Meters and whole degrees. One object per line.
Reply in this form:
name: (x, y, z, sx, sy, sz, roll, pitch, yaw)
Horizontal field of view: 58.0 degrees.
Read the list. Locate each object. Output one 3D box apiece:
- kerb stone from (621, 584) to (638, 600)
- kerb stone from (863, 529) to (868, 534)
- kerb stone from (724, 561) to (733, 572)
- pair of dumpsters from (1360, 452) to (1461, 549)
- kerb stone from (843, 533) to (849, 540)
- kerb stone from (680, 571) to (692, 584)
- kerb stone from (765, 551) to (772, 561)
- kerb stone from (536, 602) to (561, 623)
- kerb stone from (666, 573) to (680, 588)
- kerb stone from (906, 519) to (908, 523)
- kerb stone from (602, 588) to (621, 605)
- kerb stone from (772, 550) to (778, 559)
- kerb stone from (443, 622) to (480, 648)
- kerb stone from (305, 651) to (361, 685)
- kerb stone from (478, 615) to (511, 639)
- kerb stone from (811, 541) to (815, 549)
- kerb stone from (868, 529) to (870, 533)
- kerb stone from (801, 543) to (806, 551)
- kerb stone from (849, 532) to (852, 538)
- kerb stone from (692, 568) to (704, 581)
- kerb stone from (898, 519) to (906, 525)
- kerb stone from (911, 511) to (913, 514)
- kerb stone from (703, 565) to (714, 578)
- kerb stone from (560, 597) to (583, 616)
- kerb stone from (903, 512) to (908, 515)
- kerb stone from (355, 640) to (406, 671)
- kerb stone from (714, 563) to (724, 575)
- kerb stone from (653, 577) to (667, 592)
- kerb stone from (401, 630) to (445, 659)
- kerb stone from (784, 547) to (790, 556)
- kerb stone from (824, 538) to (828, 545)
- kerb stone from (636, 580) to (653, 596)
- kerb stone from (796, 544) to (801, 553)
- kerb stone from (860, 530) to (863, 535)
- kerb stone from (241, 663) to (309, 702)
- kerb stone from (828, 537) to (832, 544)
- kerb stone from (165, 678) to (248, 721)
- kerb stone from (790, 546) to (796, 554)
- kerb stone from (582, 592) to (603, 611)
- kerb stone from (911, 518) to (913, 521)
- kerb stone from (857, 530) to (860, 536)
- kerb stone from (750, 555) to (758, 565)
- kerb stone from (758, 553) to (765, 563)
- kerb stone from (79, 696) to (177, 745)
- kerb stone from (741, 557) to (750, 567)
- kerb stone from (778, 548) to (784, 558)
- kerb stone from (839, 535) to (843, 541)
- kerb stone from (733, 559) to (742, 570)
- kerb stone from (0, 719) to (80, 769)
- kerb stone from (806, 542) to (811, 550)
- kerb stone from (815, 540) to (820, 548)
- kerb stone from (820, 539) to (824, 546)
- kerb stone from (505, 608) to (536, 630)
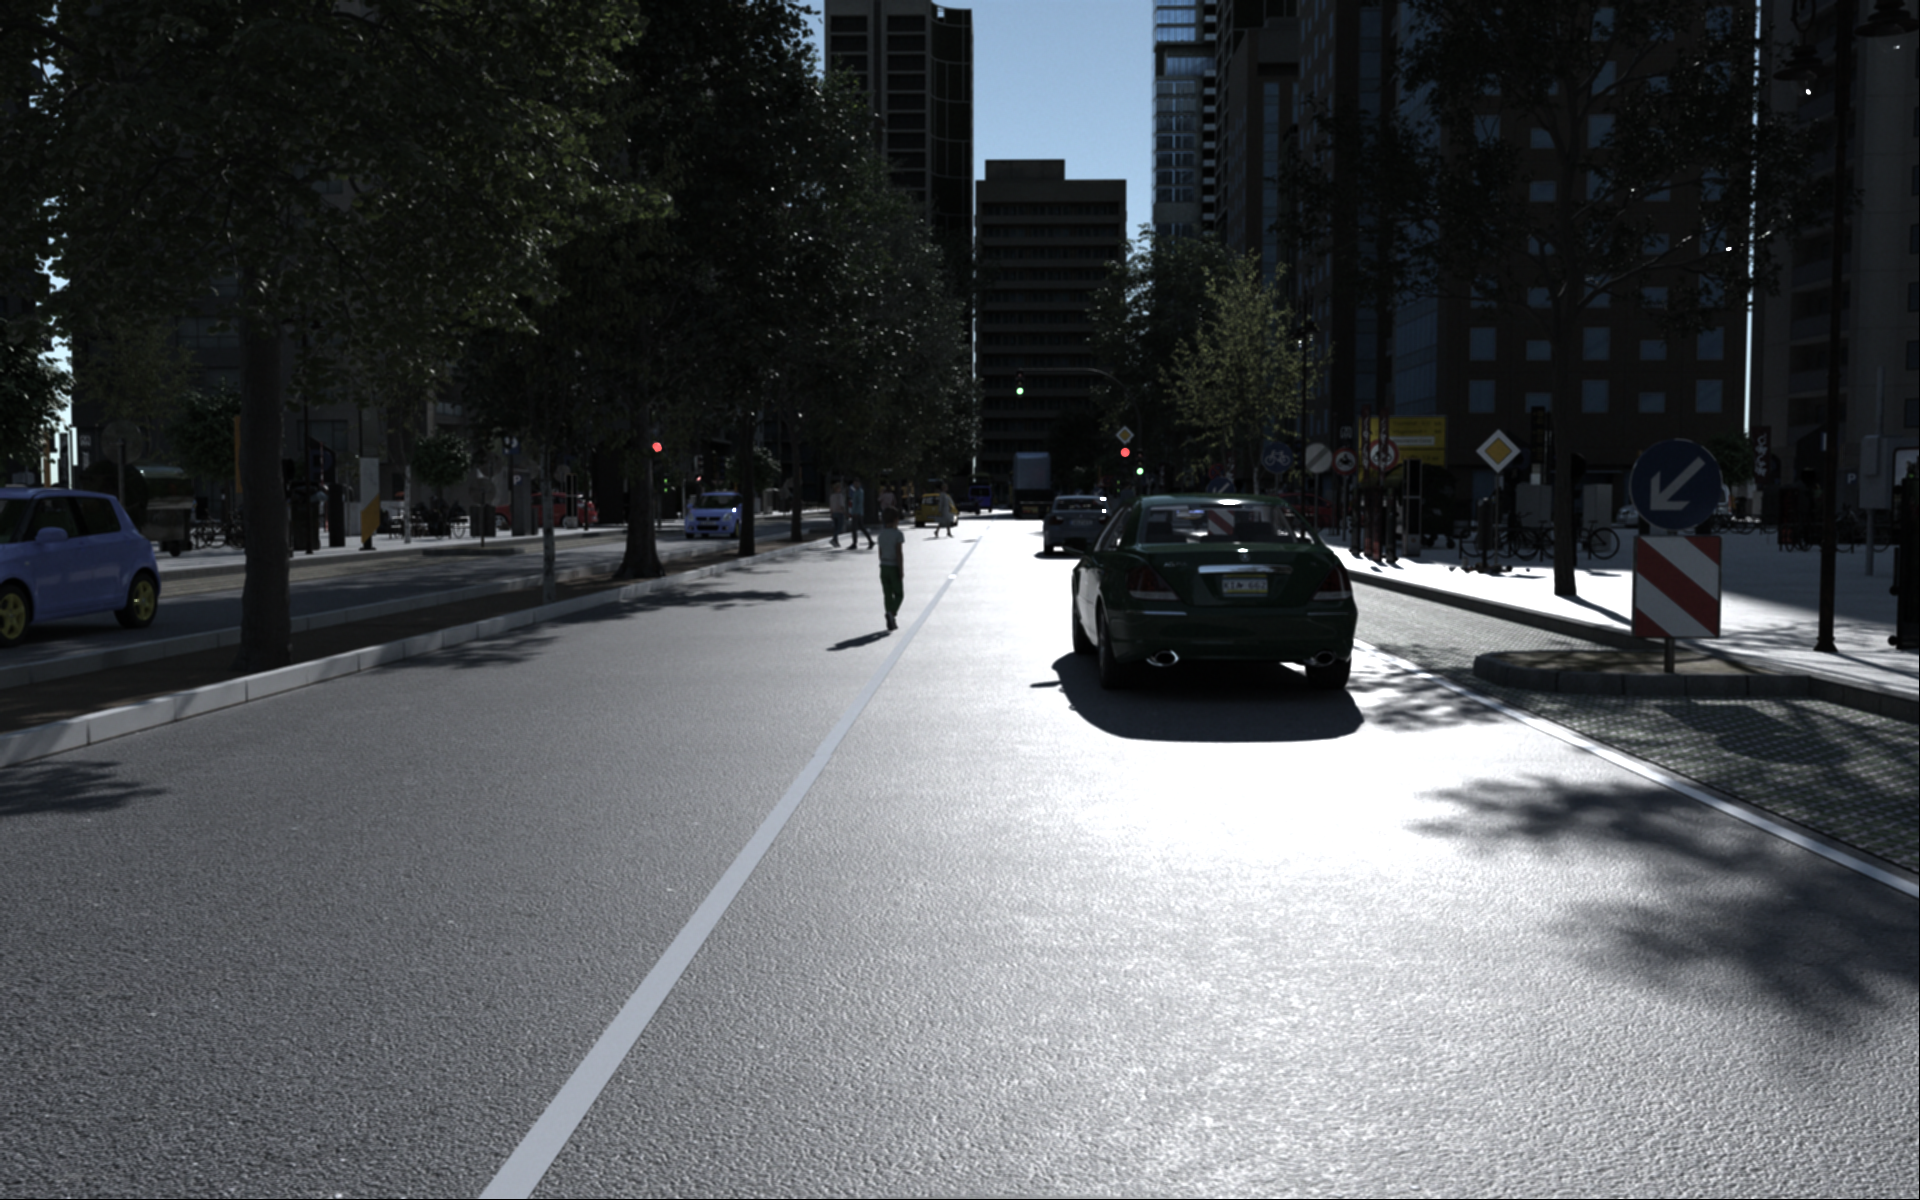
kerb stone: (-4.612, -0.090, 23.724, 0.120, 0.150, 1.000, 0, 4, 2)
kerb stone: (-3.474, -2.413, 61.669, 0.120, 0.150, 1.000, 0, 4, 2)
kerb stone: (-4.370, -0.596, 31.939, 0.120, 0.150, 1.000, 0, 4, 2)
pair of dumpsters: (10.976, -2.438, 42.356, 1.574, 2.255, 4.437, 0, 4, 2)
kerb stone: (-3.685, -1.972, 54.497, 0.120, 0.150, 1.000, 0, 4, 2)
kerb stone: (-4.493, -0.345, 27.835, 0.120, 0.150, 1.000, 0, 4, 2)
kerb stone: (-4.212, -0.910, 37.076, 0.120, 0.150, 1.000, 0, 4, 2)
kerb stone: (-4.739, 0.157, 19.636, 0.120, 0.150, 1.000, 0, 4, 2)
kerb stone: (-4.523, -0.281, 26.813, 0.120, 0.150, 1.000, 0, 4, 2)
kerb stone: (-2.774, -3.820, 84.685, 0.120, 0.150, 1.000, 0, 4, 2)
kerb stone: (-4.649, -0.031, 22.703, 0.120, 0.150, 1.000, 0, 4, 2)
kerb stone: (-4.188, -0.973, 38.104, 0.120, 0.150, 1.000, 0, 4, 2)
kerb stone: (-4.830, 0.345, 16.557, 0.120, 0.150, 1.000, 0, 4, 2)
kerb stone: (-4.928, 0.536, 13.462, 0.120, 0.150, 1.000, 0, 4, 2)
kerb stone: (-4.794, 0.284, 17.581, 0.120, 0.150, 1.000, 0, 4, 2)
kerb stone: (-3.972, -1.412, 45.285, 0.120, 0.150, 1.000, 0, 4, 2)
kerb stone: (-3.440, -2.477, 62.690, 0.120, 0.150, 1.000, 0, 4, 2)
kerb stone: (-4.025, -1.287, 43.235, 0.120, 0.150, 1.000, 0, 4, 2)
kerb stone: (-3.654, -2.037, 55.519, 0.120, 0.150, 1.000, 0, 4, 2)
kerb stone: (-4.465, -0.402, 28.864, 0.120, 0.150, 1.000, 0, 4, 2)
kerb stone: (-2.810, -3.760, 83.664, 0.120, 0.150, 1.000, 0, 4, 2)
kerb stone: (-3.662, -6.271, 124.752, 0.120, 0.150, 1.000, 0, 4, 2)
kerb stone: (-4.436, -0.471, 29.891, 0.120, 0.150, 1.000, 0, 4, 2)
kerb stone: (-4.712, 0.094, 20.657, 0.120, 0.150, 1.000, 0, 4, 2)
kerb stone: (-3.763, -6.079, 121.676, 0.120, 0.150, 1.000, 0, 4, 2)
kerb stone: (-4.895, 0.471, 14.495, 0.120, 0.150, 1.000, 0, 4, 2)
kerb stone: (-4.398, -0.533, 30.917, 0.120, 0.150, 1.000, 0, 4, 2)
kerb stone: (-4.553, -0.218, 25.782, 0.120, 0.150, 1.000, 0, 4, 2)
kerb stone: (-4.862, 0.408, 15.525, 0.120, 0.150, 1.000, 0, 4, 2)
kerb stone: (-4.119, -1.099, 40.159, 0.120, 0.150, 1.000, 0, 4, 2)
kerb stone: (-3.874, -1.600, 48.350, 0.120, 0.150, 1.000, 0, 4, 2)
kerb stone: (-4.584, -0.156, 24.751, 0.120, 0.150, 1.000, 0, 4, 2)
kerb stone: (-4.054, -1.224, 42.214, 0.120, 0.150, 1.000, 0, 4, 2)
kerb stone: (-3.528, -2.282, 59.612, 0.120, 0.150, 1.000, 0, 4, 2)
kerb stone: (-4.956, 0.597, 12.440, 0.120, 0.150, 1.000, 0, 4, 2)
kerb stone: (-3.841, -1.663, 49.379, 0.120, 0.150, 1.000, 0, 4, 2)
kerb stone: (-4.990, 0.659, 11.419, 0.120, 0.150, 1.000, 0, 4, 2)
kerb stone: (-4.093, -1.161, 41.185, 0.120, 0.150, 1.000, 0, 4, 2)
kerb stone: (-4.678, 0.031, 21.681, 0.120, 0.150, 1.000, 0, 4, 2)
kerb stone: (-2.649, -4.073, 88.786, 0.120, 0.150, 1.000, 0, 4, 2)
kerb stone: (-3.565, -2.224, 58.590, 0.120, 0.150, 1.000, 0, 4, 2)
kerb stone: (-4.277, -0.780, 35.023, 0.120, 0.150, 1.000, 0, 4, 2)
kerb stone: (-4.242, -0.842, 36.045, 0.120, 0.150, 1.000, 0, 4, 2)
kerb stone: (-5.016, 0.723, 10.397, 0.120, 0.150, 1.000, 0, 4, 2)
kerb stone: (-4.312, -0.722, 33.999, 0.120, 0.150, 1.000, 0, 4, 2)
kerb stone: (-4.149, -1.036, 39.128, 0.120, 0.150, 1.000, 0, 4, 2)
kerb stone: (-3.739, -1.850, 52.449, 0.120, 0.150, 1.000, 0, 4, 2)
kerb stone: (-4.338, -0.657, 32.964, 0.120, 0.150, 1.000, 0, 4, 2)
kerb stone: (-5.047, 0.785, 9.364, 0.120, 0.150, 1.000, 0, 4, 2)
kerb stone: (-3.994, -1.350, 44.264, 0.120, 0.150, 1.000, 0, 4, 2)
kerb stone: (-3.933, -1.475, 46.307, 0.120, 0.150, 1.000, 0, 4, 2)
kerb stone: (-3.901, -1.531, 47.328, 0.120, 0.150, 1.000, 0, 4, 2)
kerb stone: (-4.779, 0.220, 18.603, 0.120, 0.150, 1.000, 0, 4, 2)
